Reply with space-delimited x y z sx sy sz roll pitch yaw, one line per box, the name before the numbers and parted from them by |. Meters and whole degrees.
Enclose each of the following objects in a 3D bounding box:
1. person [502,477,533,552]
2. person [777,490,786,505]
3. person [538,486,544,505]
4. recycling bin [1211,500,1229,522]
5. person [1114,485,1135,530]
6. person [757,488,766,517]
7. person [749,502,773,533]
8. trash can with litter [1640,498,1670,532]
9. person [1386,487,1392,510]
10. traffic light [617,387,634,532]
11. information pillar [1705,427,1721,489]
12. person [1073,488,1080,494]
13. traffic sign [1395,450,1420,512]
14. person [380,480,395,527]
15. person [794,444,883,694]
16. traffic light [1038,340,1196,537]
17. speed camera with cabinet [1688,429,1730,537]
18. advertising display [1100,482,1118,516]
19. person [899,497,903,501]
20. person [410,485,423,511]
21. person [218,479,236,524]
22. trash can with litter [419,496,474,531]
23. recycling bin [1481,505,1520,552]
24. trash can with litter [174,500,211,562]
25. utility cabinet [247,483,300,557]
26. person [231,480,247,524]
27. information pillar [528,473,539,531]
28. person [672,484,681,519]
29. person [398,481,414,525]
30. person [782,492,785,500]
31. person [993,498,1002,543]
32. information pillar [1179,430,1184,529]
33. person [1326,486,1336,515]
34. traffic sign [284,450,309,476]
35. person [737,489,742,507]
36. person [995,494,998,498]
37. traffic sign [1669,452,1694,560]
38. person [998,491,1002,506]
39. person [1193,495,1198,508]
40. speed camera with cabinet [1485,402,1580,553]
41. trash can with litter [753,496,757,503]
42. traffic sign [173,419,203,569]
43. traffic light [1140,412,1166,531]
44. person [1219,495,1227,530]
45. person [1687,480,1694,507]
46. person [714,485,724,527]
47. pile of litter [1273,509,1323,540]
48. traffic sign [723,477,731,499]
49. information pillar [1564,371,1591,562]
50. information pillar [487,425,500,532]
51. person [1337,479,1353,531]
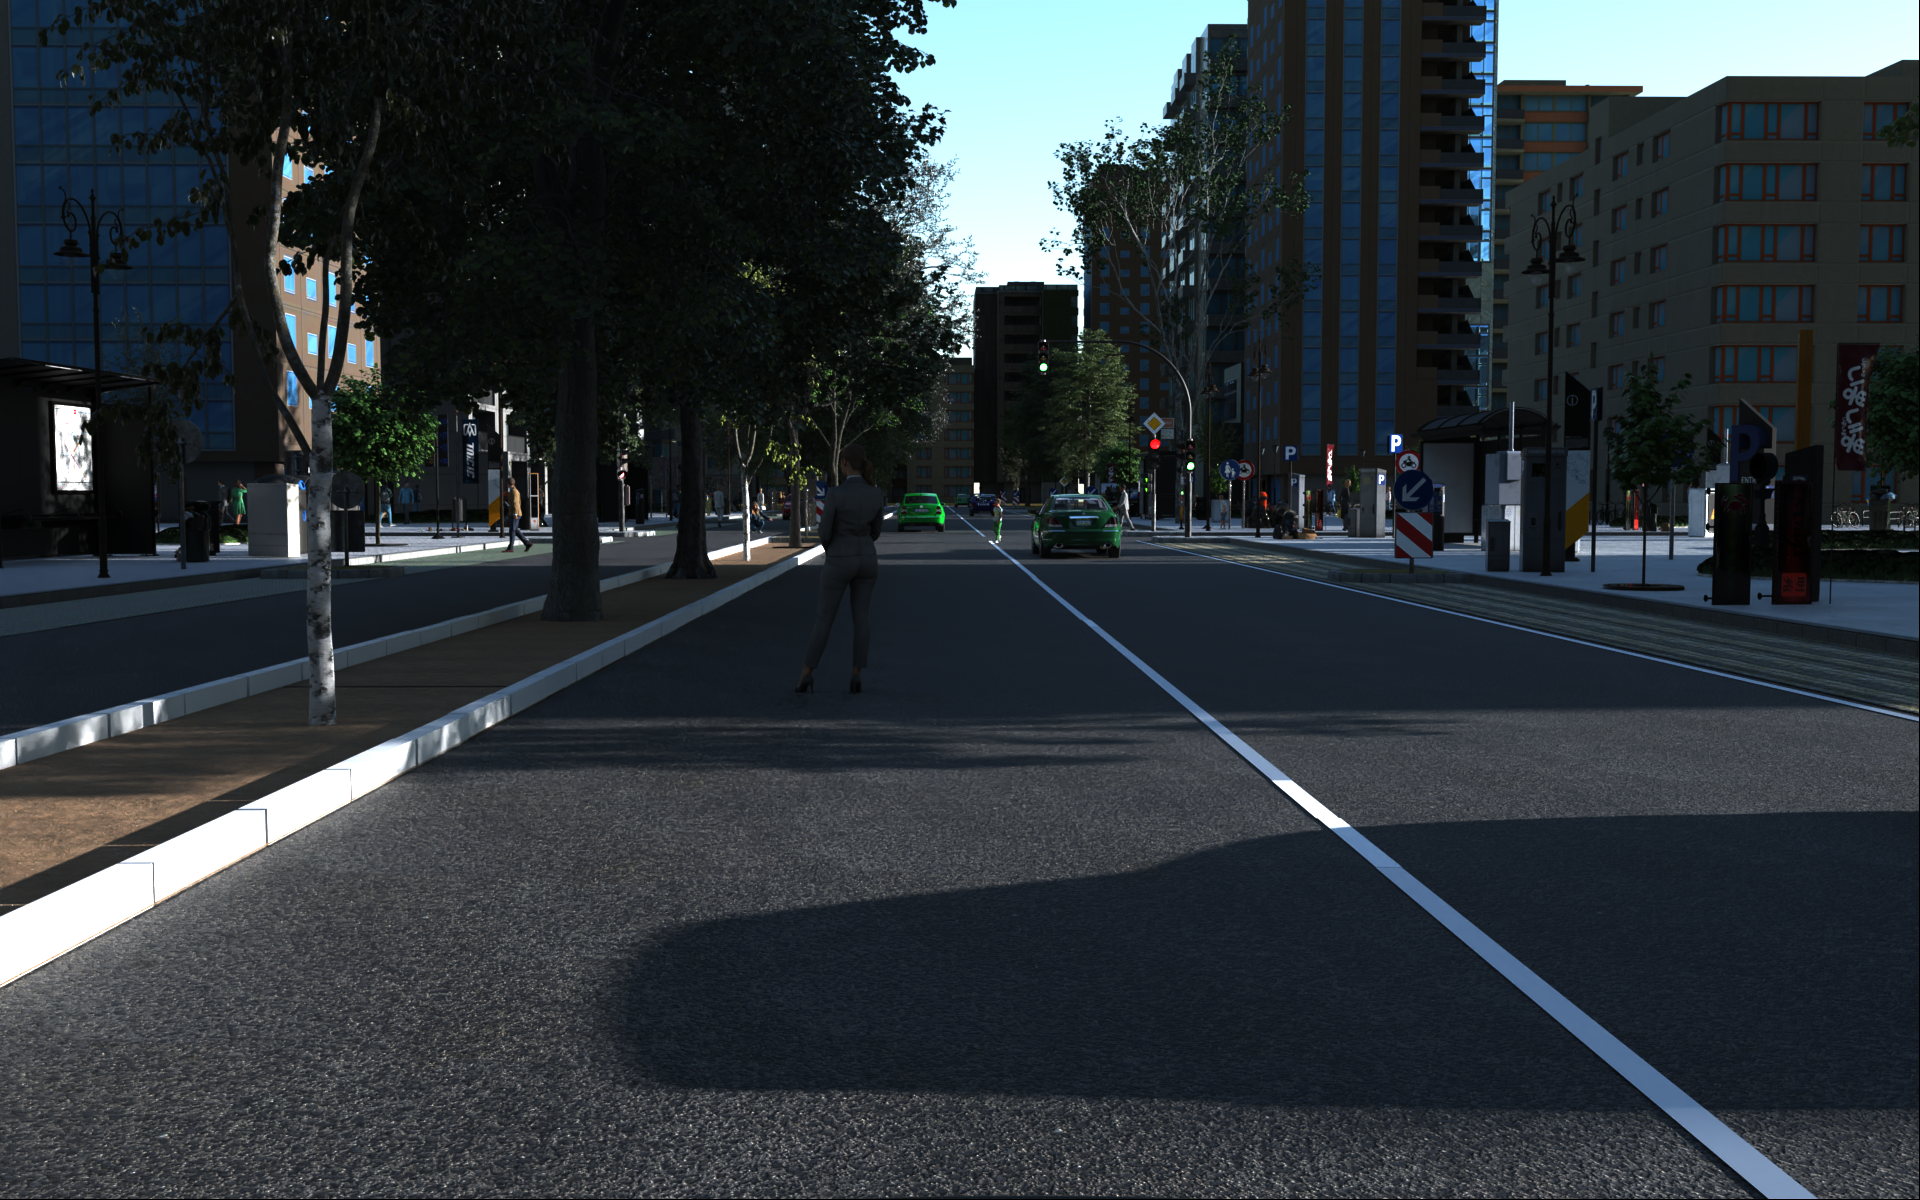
person | -10.905 -2.085 42.497 0.836 1.842 0.656 -3 4 -38
person | -20.998 -11.995 202.263 1.348 1.812 0.705 0 4 -5
person | -24.988 -5.895 102.759 0.599 1.781 0.374 1 4 19
recycling bin | 11.797 -4.036 78.537 0.722 1.027 0.722 0 4 -2
person | 6.209 -3.465 65.422 0.850 1.792 0.678 0 4 7
person | -12.227 -5.932 105.842 0.694 1.780 0.624 3 5 39
person | -7.393 -3.041 63.712 1.012 1.151 0.738 -1 4 -21
trash can with litter | 23.882 -2.934 59.364 1.055 1.170 0.624 1 4 13
person | 26.491 -6.115 106.694 0.598 1.740 0.731 -1 4 -9
traffic light | -9.441 -5.168 59.156 4.771 5.953 1.251 0 4 -1
information pillar | 26.363 -4.240 60.673 0.504 3.616 0.183 0 4 4
person | 11.014 -9.680 164.319 1.348 1.823 0.705 -1 4 -20
traffic sign | 12.873 -3.036 49.753 0.768 2.556 0.104 0 4 7
person | -22.284 -3.733 67.065 0.794 1.824 0.713 2 4 32
person | -0.872 -0.229 12.511 0.573 1.790 0.520 3 5 42
traffic light | 4.664 -4.683 51.233 4.771 5.953 1.251 0 4 -1
speed camera with cabinet | 22.732 -3.526 51.979 2.038 3.252 0.660 -2 4 -34
advertising display | 8.250 -5.539 95.779 0.974 1.923 0.123 0 4 7
person | -4.812 -8.410 149.226 0.991 1.433 0.599 1 4 17
person | -28.443 -5.155 90.668 0.623 1.781 0.721 -2 4 -35
person | -27.581 -3.604 64.939 0.822 1.834 0.622 0 4 -4
trash can with litter | -17.814 -3.004 60.174 2.233 1.210 1.678 -3 5 -39
recycling bin | 12.240 -1.617 38.985 0.722 1.027 0.722 -1 4 -22
trash can with litter | -14.607 -1.308 32.778 0.624 1.170 1.055 -3 5 -44
utility cabinet | -13.850 -1.607 34.958 1.173 1.500 0.318 2 4 29
person | -25.530 -3.360 61.232 0.600 1.795 0.529 1 4 9
information pillar | -14.923 -3.434 60.644 0.304 2.012 0.304 -1 4 -21
person | -14.555 -5.060 89.119 0.623 1.781 0.721 3 4 37
person | -23.322 -4.111 73.126 0.638 1.841 0.748 1 4 16
person | -21.888 -12.606 215.394 0.721 1.735 1.217 -1 4 -9
person | 1.119 -2.338 50.968 0.306 1.304 0.590 1 4 20
information pillar | 8.049 -4.373 62.854 0.183 3.616 0.504 0 4 6
person | 22.689 -6.083 105.758 0.793 1.790 0.793 1 4 17
traffic sign | -15.535 -2.351 40.568 0.606 2.300 0.079 0 4 6
person | -21.158 -9.779 166.452 0.617 1.759 0.750 -2 4 -24
person | 3.877 -10.693 186.569 0.421 1.427 0.697 0 4 1
traffic sign | 13.926 -2.063 33.837 0.768 2.556 0.104 0 4 3
person | 4.572 -11.443 195.599 0.705 1.822 1.348 2 4 24
person | 14.027 -5.649 103.079 0.373 1.253 0.362 1 4 15
speed camera with cabinet | 12.447 -2.647 37.609 2.038 3.252 0.660 -1 4 -16
trash can with litter | -15.144 -7.014 126.065 0.624 1.170 1.055 3 4 37
traffic sign | -13.255 -1.797 29.491 0.768 2.556 0.104 0 4 7
traffic light | 6.628 -4.310 59.391 0.839 4.253 0.868 0 4 -1
person | 9.503 -3.174 62.622 0.352 1.250 0.332 2 4 34
person | 26.794 -3.479 63.187 0.793 1.790 0.793 -2 4 -27
person | -10.353 -4.038 74.396 0.514 1.842 0.818 0 4 8
pile of litter | 9.620 -2.159 49.272 1.719 0.858 1.176 -1 4 -20
traffic sign | -17.704 -7.996 130.840 0.768 2.556 0.104 0 4 5
information pillar | 11.702 -2.541 32.902 0.504 3.616 0.183 2 4 31
information pillar | -15.711 -4.108 58.516 0.504 3.616 0.183 -1 4 -8
person | 13.523 -3.323 60.584 0.699 1.804 1.509 1 4 13
